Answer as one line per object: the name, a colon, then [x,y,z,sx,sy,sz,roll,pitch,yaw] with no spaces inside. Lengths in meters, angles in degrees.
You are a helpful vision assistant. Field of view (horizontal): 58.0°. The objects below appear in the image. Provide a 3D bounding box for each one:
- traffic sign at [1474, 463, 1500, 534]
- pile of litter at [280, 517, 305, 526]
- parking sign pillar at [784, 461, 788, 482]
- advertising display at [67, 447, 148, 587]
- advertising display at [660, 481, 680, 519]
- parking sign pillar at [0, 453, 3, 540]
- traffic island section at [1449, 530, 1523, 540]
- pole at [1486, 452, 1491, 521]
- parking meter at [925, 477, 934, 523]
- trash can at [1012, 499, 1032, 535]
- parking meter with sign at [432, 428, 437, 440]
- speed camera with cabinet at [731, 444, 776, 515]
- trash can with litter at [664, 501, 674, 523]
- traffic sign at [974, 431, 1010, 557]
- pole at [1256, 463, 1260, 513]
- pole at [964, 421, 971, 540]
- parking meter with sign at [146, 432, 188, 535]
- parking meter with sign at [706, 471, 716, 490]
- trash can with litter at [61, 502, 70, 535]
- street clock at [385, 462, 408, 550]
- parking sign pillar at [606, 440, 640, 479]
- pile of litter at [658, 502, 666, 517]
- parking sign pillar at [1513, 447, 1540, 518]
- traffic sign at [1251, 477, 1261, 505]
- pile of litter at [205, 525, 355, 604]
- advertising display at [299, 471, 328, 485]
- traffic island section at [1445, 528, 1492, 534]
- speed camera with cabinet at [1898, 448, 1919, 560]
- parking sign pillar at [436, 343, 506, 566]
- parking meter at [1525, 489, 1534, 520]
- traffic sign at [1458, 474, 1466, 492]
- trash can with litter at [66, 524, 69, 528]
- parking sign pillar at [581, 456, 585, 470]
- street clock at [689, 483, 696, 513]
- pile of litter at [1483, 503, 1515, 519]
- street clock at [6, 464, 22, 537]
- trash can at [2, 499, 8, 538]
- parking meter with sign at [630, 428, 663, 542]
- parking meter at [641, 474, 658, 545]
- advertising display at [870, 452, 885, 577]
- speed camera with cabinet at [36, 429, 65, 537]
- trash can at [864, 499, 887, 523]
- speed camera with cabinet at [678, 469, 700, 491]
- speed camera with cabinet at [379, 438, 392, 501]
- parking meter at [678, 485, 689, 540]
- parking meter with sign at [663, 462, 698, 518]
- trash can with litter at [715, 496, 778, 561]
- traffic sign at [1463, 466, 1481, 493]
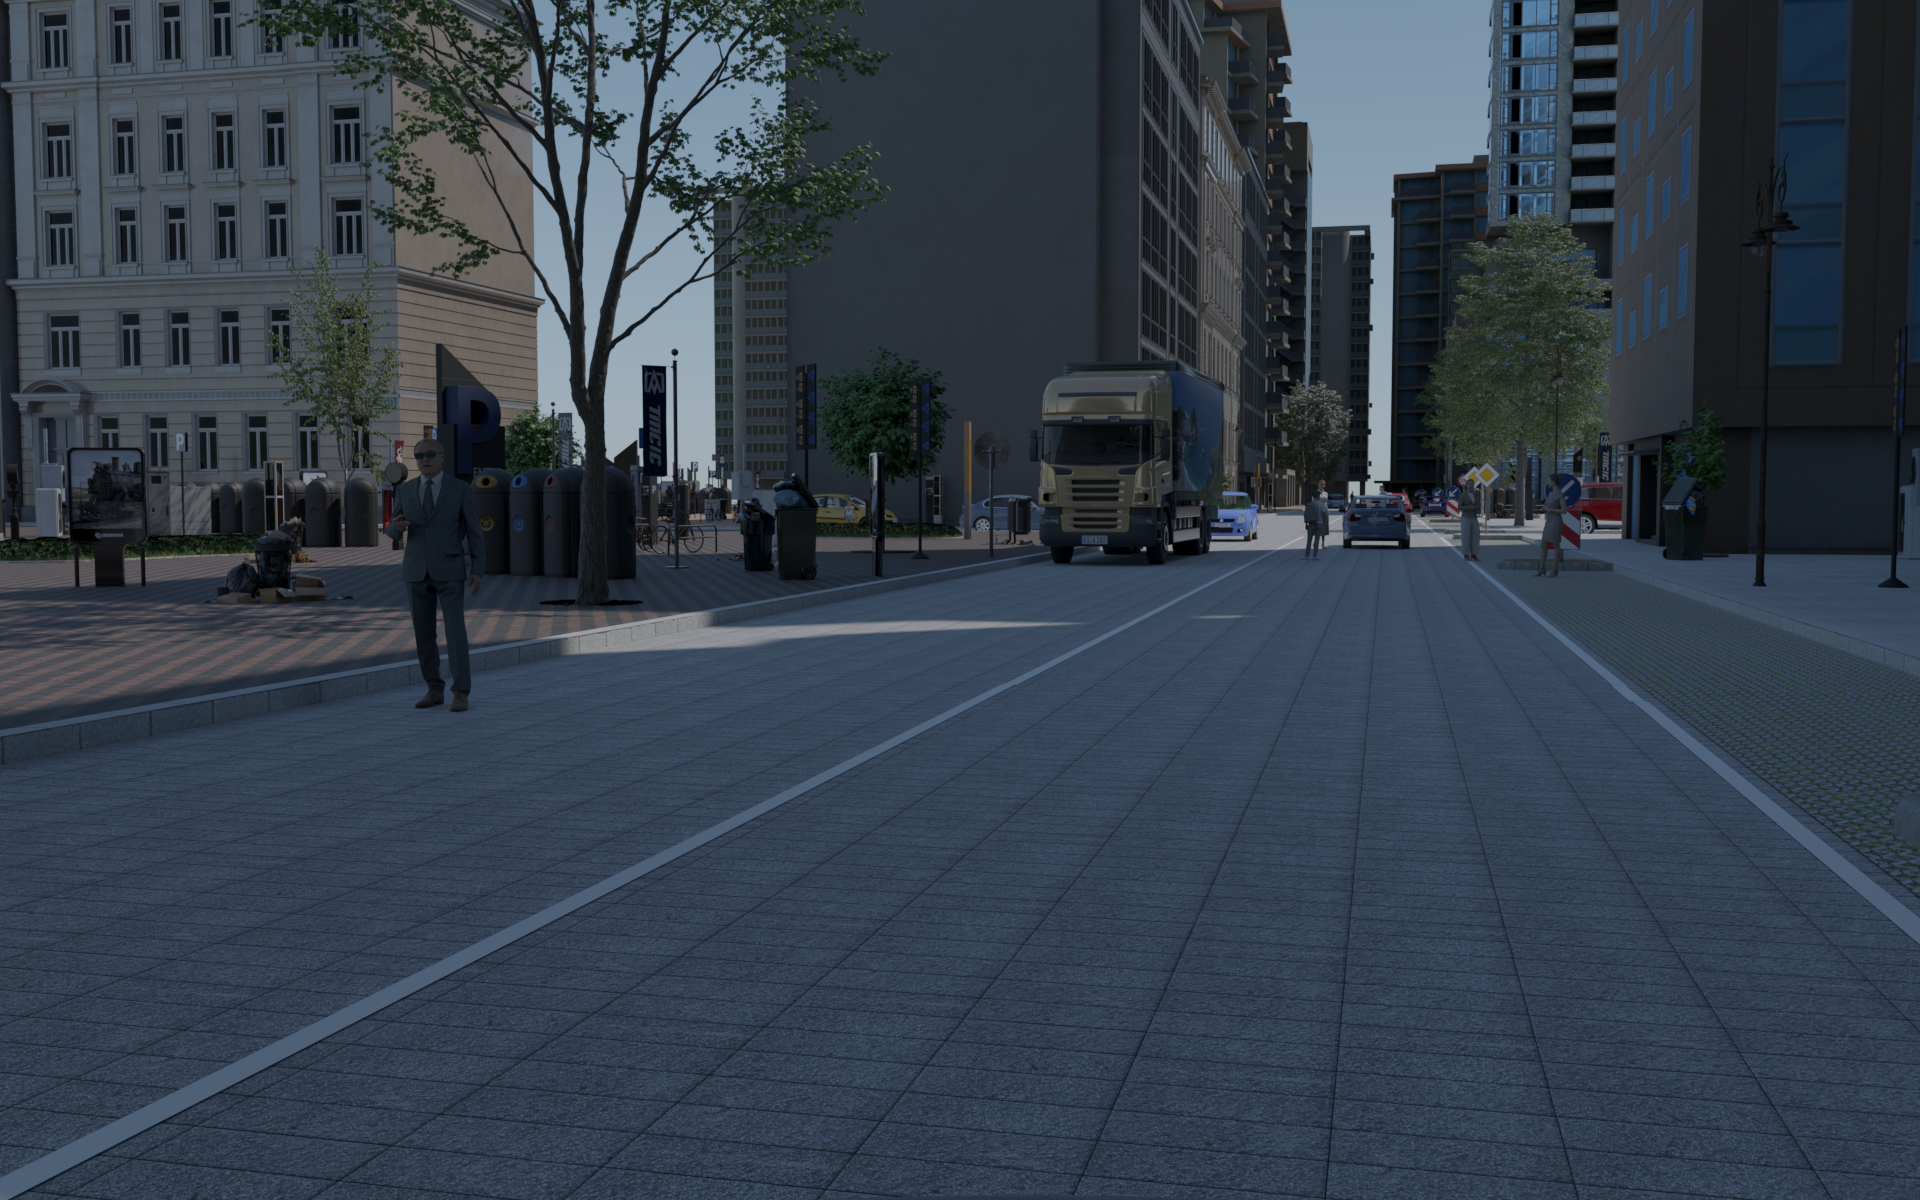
traffic sign: [16.718,-3.142,55.021,0.795,2.450,0.064,1,4,14]
pile of litter: [-12.684,-1.123,32.328,1.176,0.858,1.719,-3,4,-37]
parking sign pillar: [-9.314,-6.688,97.824,1.447,3.967,1.447,-3,5,-44]
advertising display: [-11.797,-1.148,23.989,0.974,1.923,0.123,-1,4,-13]
advertising display: [-14.342,-4.930,85.814,0.974,1.923,0.123,0,4,-2]
parking sign pillar: [-20.383,-2.903,35.944,1.447,3.967,1.447,-1,4,-8]
traffic island section: [16.743,-2.007,55.092,2.009,0.180,2.903,1,4,14]
pole: [25.541,-5.499,83.751,0.158,3.312,0.155,0,3,0]
parking meter: [-1.019,-3.189,57.850,0.255,1.863,0.399,0,4,-6]
trash can: [1.942,-2.639,54.803,0.748,1.137,0.748,0,3,0]
parking meter with sign: [-13.093,-3.050,46.122,1.738,3.016,0.543,-2,4,-30]
speed camera with cabinet: [-8.138,-4.583,69.262,2.038,3.252,0.660,-3,5,-40]
trash can with litter: [-12.663,-3.993,76.670,1.055,1.170,0.624,2,4,31]
traffic sign: [0.637,-2.141,35.117,0.768,2.556,0.104,1,4,15]
pole: [19.737,-7.397,114.785,0.158,3.312,0.155,0,3,0]
pole: [0.219,-3.357,48.738,0.158,3.312,0.155,0,3,0]
parking meter with sign: [-22.522,-3.189,48.408,0.543,3.016,1.738,3,4,37]
parking meter with sign: [-18.624,-8.115,128.947,0.543,3.016,1.738,-1,4,-23]
trash can with litter: [-28.066,-2.619,54.202,0.624,1.170,1.055,2,4,27]
street clock: [-12.867,-2.143,39.606,0.471,2.002,0.358,1,4,19]
parking sign pillar: [-16.575,-5.984,86.315,1.447,3.967,1.447,1,4,20]
pile of litter: [-16.943,-5.177,98.604,1.719,0.858,1.176,2,4,34]
parking sign pillar: [29.939,-6.301,91.500,1.447,3.967,1.447,1,4,17]
traffic sign: [17.903,-6.282,104.847,0.606,2.300,0.079,2,4,23]
pile of litter: [-8.157,-0.422,20.860,1.719,0.858,1.176,-1,4,-20]
advertising display: [-17.919,-2.620,48.055,0.123,1.923,0.974,1,4,22]
traffic island section: [18.658,-2.481,62.845,2.009,0.180,2.903,1,4,14]
speed camera with cabinet: [18.667,-2.398,33.540,0.660,3.252,2.038,1,4,21]
parking sign pillar: [-8.889,-2.635,31.554,1.447,3.967,1.447,2,4,29]
parking meter: [27.799,-4.654,84.504,0.372,1.533,0.369,0,3,0]
traffic sign: [32.425,-6.813,111.497,0.768,2.556,0.104,1,4,18]
trash can with litter: [-33.285,-3.357,65.947,2.233,1.210,1.678,-2,4,-24]
parking sign pillar: [-26.033,-8.042,119.953,1.447,3.967,1.447,-3,4,-36]
street clock: [-16.808,-6.381,108.901,0.358,2.002,0.471,-2,4,-33]
pile of litter: [27.966,-4.648,89.956,1.719,0.858,1.176,2,4,27]
street clock: [-23.098,-2.307,42.296,0.358,2.002,0.471,-1,4,-22]
trash can: [-27.121,-2.258,48.578,0.748,1.137,0.748,0,3,0]
parking meter with sign: [-8.513,-3.065,46.366,0.543,3.016,1.738,-2,4,-25]
parking meter: [-7.827,-2.323,43.691,0.255,1.863,0.399,2,4,24]
advertising display: [-1.300,-1.345,27.204,0.123,1.923,0.974,-1,4,-10]
speed camera with cabinet: [-27.218,-3.517,51.847,0.660,3.252,2.038,-1,4,-21]
trash can: [-2.607,-2.545,53.257,0.748,1.137,0.748,0,3,0]
speed camera with cabinet: [-18.508,-7.514,117.181,2.038,3.252,0.660,3,4,37]
speed camera with cabinet: [-19.437,-4.089,61.190,2.038,3.252,0.660,-2,4,-29]
parking meter: [-7.784,-2.451,48.482,0.372,1.533,0.369,0,3,0]
parking meter with sign: [-14.983,-5.940,93.373,1.738,3.016,0.543,2,4,27]
trash can with litter: [-3.941,-1.380,33.626,1.678,1.210,2.233,-1,4,-17]
traffic sign: [18.633,-3.617,62.774,0.795,2.450,0.064,1,4,14]
